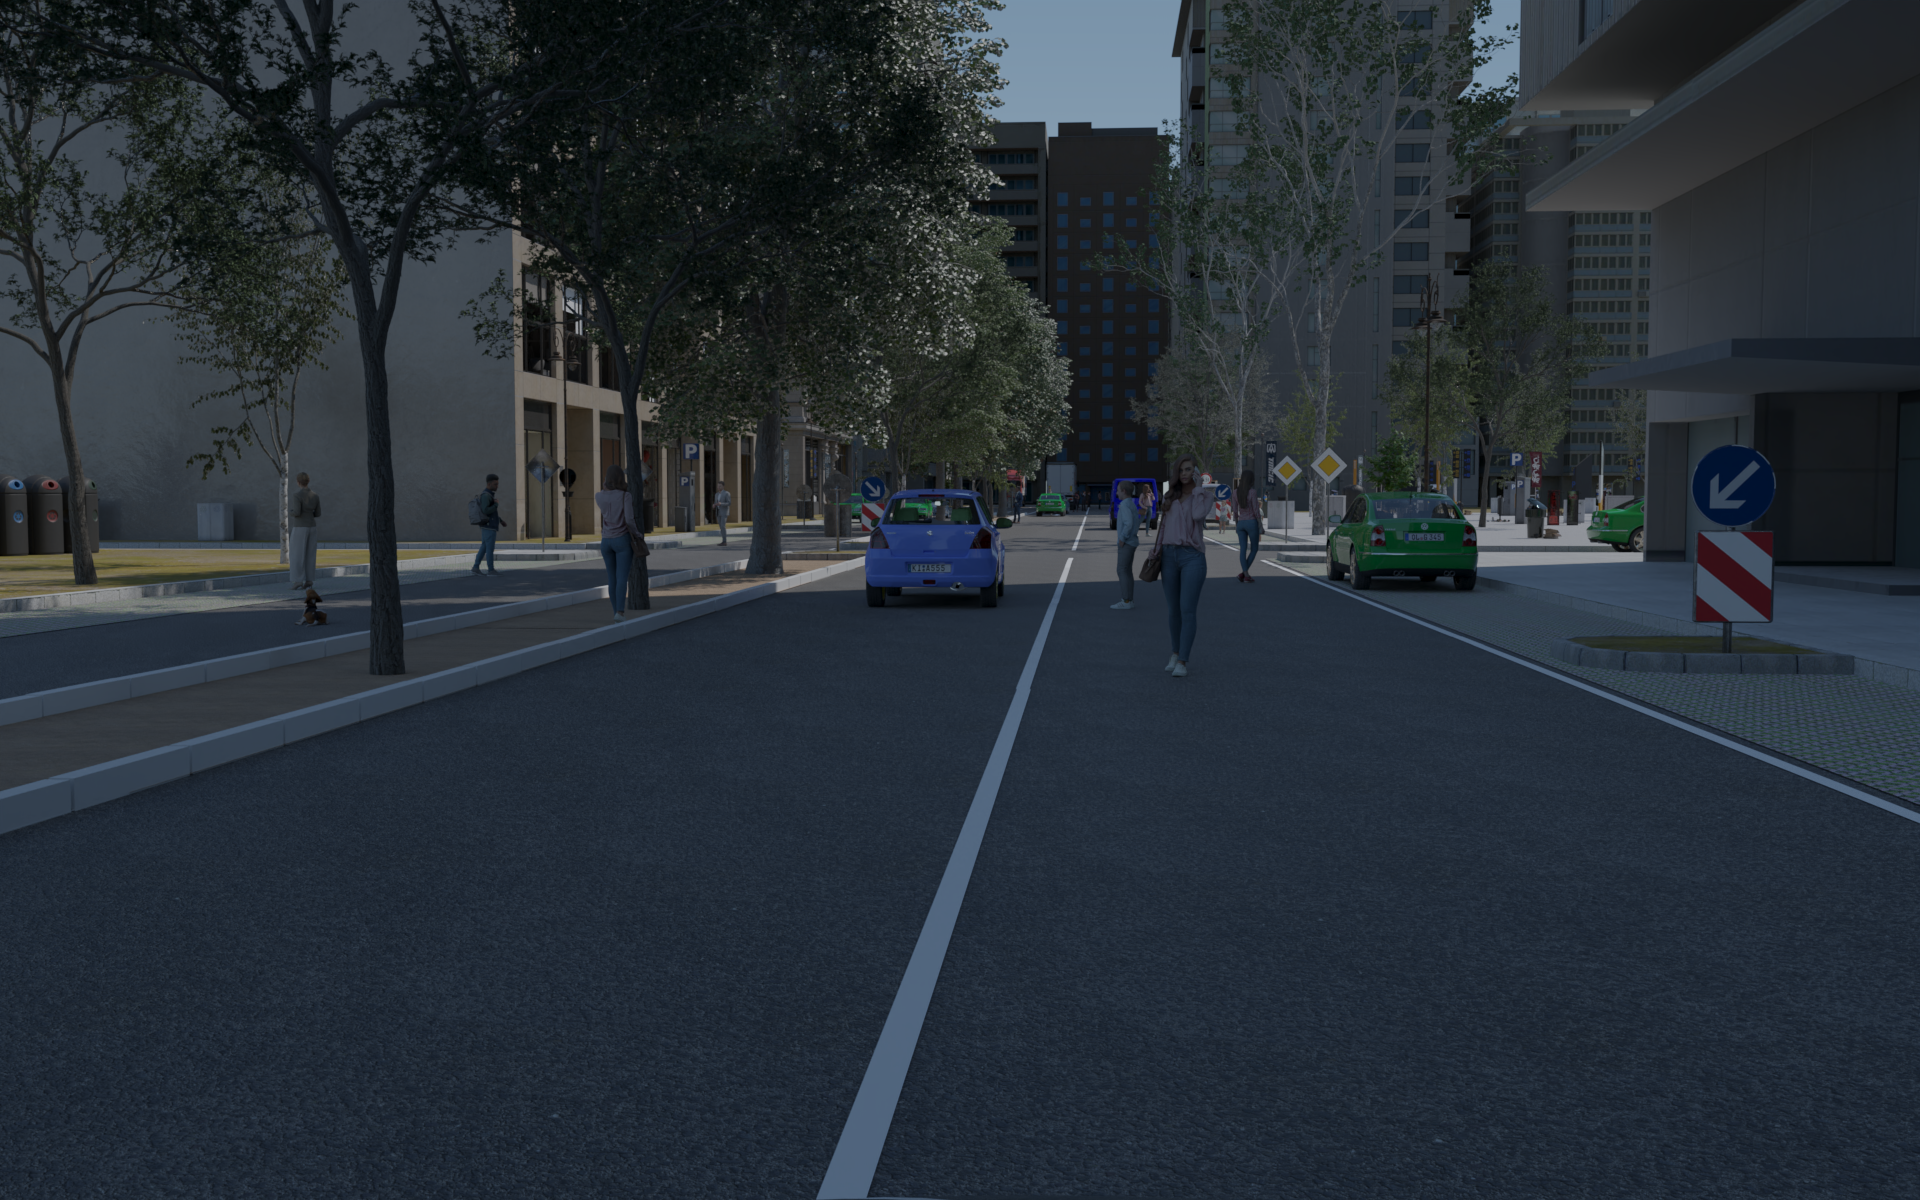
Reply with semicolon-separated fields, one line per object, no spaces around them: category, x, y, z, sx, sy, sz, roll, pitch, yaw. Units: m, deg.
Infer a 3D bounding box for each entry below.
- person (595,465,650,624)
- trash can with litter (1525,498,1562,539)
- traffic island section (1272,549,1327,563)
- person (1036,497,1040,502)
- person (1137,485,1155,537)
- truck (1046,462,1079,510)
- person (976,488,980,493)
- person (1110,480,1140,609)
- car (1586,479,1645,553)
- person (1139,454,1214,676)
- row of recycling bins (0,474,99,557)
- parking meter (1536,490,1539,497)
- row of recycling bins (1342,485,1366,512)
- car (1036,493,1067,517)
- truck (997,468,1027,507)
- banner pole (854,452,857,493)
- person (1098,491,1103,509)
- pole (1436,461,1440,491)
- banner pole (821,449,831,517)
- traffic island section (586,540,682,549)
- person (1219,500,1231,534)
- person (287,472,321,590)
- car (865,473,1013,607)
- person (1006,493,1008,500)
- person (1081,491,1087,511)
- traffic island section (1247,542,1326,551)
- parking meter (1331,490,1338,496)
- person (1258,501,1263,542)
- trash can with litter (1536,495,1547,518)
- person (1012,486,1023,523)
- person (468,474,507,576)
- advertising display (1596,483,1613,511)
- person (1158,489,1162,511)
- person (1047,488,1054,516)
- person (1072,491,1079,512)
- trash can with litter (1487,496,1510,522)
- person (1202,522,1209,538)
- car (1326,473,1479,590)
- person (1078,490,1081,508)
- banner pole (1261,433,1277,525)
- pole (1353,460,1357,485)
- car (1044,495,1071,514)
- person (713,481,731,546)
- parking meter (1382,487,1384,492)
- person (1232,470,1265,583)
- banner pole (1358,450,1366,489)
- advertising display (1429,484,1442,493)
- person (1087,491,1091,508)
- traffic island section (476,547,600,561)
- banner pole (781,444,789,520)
person;-3.727;-0.599;18.882;0.593;1.750;0.643;1;4;17
trash can with litter;16.834;-2.357;49.916;0.624;1.170;1.055;-3;5;-41
traffic island section;7.863;-0.897;36.954;2.009;0.180;2.903;0;4;4
person;6.809;-8.266;146.882;0.697;1.427;0.421;1;4;10
person;6.196;-3.018;58.441;0.593;1.750;0.643;-3;5;-40
truck;9.356;-10.345;158.059;2.839;4.237;11.283;0;4;5
person;1.385;-7.529;131.230;0.705;1.869;1.348;-1;4;-15
person;2.089;-0.701;21.767;0.330;1.601;0.589;2;4;26
car;17.415;-1.977;41.126;4.718;1.807;1.959;0;4;6
person;1.769;-0.289;13.821;0.593;1.750;0.643;2;4;32
row of recycling bins;-19.623;-1.782;36.241;1.069;1.692;3.534;1;4;18
parking meter;34.179;-5.782;102.951;0.372;1.533;0.369;0;3;0
row of recycling bins;17.610;-4.319;77.727;1.069;1.692;3.534;1;4;9
car;5.859;-6.271;111.326;1.959;1.807;4.718;0;4;5
truck;5.740;-12.218;188.670;2.839;4.237;11.283;0;4;5
banner pole;-6.234;-6.969;103.953;0.401;3.779;0.863;-1;4;-12
person;13.174;-9.356;162.176;0.721;1.736;1.217;1;4;18
pole;29.712;-6.960;107.635;0.158;3.312;0.155;0;3;0
banner pole;-7.440;-6.478;95.930;0.863;3.779;0.401;3;5;40
traffic island section;-8.612;-1.465;46.236;2.009;0.180;2.903;0;4;4
person;9.490;-2.964;61.979;0.505;1.210;0.382;2;4;26
person;-9.823;-1.030;25.889;0.362;1.759;0.519;2;4;29
car;-0.275;-0.835;23.239;1.945;1.707;3.694;0;4;3
person;3.473;-7.757;136.043;0.721;1.735;1.217;3;4;36
person;10.331;-8.271;144.538;0.445;1.727;0.742;1;4;20
traffic island section;8.479;-1.384;44.916;2.009;0.180;2.903;0;4;4
parking meter;22.484;-5.847;104.007;0.372;1.533;0.369;0;3;0
person;8.212;-2.121;47.860;0.332;1.250;0.352;2;4;24
trash can with litter;31.978;-5.135;95.006;2.233;1.210;1.678;1;4;16
person;2.804;-4.650;84.711;0.419;1.800;0.721;-3;4;-37
person;-8.189;-1.300;30.109;0.721;1.781;0.623;-2;4;-27
advertising display;36.996;-5.766;99.483;0.123;1.923;0.974;-3;5;-41
person;16.316;-8.171;142.108;0.705;1.823;1.348;-1;4;-11
person;6.025;-6.527;114.987;0.659;1.850;0.755;1;4;20
person;9.081;-7.730;136.359;0.593;1.643;0.415;0;4;-3
trash can with litter;24.782;-4.207;79.841;1.678;1.210;2.233;1;4;19
person;6.564;-2.134;48.890;1.012;1.151;0.738;0;4;0
car;6.834;-1.117;27.060;1.959;1.807;4.718;0;4;4
person;12.388;-10.535;180.768;0.705;1.821;1.348;1;4;13
banner pole;12.664;-4.976;71.371;0.863;3.779;0.401;-1;4;-10
pole;23.577;-6.703;103.437;0.158;3.312;0.155;0;3;0
car;7.067;-6.988;126.249;2.014;1.417;4.499;0;4;5
person;-6.666;-2.408;48.065;0.606;1.804;0.583;2;4;34
parking meter;26.827;-6.355;109.620;0.399;1.863;0.255;0;4;6
person;4.673;-1.192;28.007;0.555;1.821;0.388;2;4;31
banner pole;22.716;-6.597;97.883;0.863;3.779;0.401;-3;5;-42
advertising display;30.131;-6.399;109.843;0.974;1.923;0.123;-1;4;-22
person;13.780;-10.712;184.435;0.445;1.727;0.742;0;4;1
traffic island section;-9.227;-0.978;38.275;2.009;0.180;2.903;0;4;4
banner pole;-8.655;-5.841;85.521;0.401;3.779;0.863;-3;4;-37
